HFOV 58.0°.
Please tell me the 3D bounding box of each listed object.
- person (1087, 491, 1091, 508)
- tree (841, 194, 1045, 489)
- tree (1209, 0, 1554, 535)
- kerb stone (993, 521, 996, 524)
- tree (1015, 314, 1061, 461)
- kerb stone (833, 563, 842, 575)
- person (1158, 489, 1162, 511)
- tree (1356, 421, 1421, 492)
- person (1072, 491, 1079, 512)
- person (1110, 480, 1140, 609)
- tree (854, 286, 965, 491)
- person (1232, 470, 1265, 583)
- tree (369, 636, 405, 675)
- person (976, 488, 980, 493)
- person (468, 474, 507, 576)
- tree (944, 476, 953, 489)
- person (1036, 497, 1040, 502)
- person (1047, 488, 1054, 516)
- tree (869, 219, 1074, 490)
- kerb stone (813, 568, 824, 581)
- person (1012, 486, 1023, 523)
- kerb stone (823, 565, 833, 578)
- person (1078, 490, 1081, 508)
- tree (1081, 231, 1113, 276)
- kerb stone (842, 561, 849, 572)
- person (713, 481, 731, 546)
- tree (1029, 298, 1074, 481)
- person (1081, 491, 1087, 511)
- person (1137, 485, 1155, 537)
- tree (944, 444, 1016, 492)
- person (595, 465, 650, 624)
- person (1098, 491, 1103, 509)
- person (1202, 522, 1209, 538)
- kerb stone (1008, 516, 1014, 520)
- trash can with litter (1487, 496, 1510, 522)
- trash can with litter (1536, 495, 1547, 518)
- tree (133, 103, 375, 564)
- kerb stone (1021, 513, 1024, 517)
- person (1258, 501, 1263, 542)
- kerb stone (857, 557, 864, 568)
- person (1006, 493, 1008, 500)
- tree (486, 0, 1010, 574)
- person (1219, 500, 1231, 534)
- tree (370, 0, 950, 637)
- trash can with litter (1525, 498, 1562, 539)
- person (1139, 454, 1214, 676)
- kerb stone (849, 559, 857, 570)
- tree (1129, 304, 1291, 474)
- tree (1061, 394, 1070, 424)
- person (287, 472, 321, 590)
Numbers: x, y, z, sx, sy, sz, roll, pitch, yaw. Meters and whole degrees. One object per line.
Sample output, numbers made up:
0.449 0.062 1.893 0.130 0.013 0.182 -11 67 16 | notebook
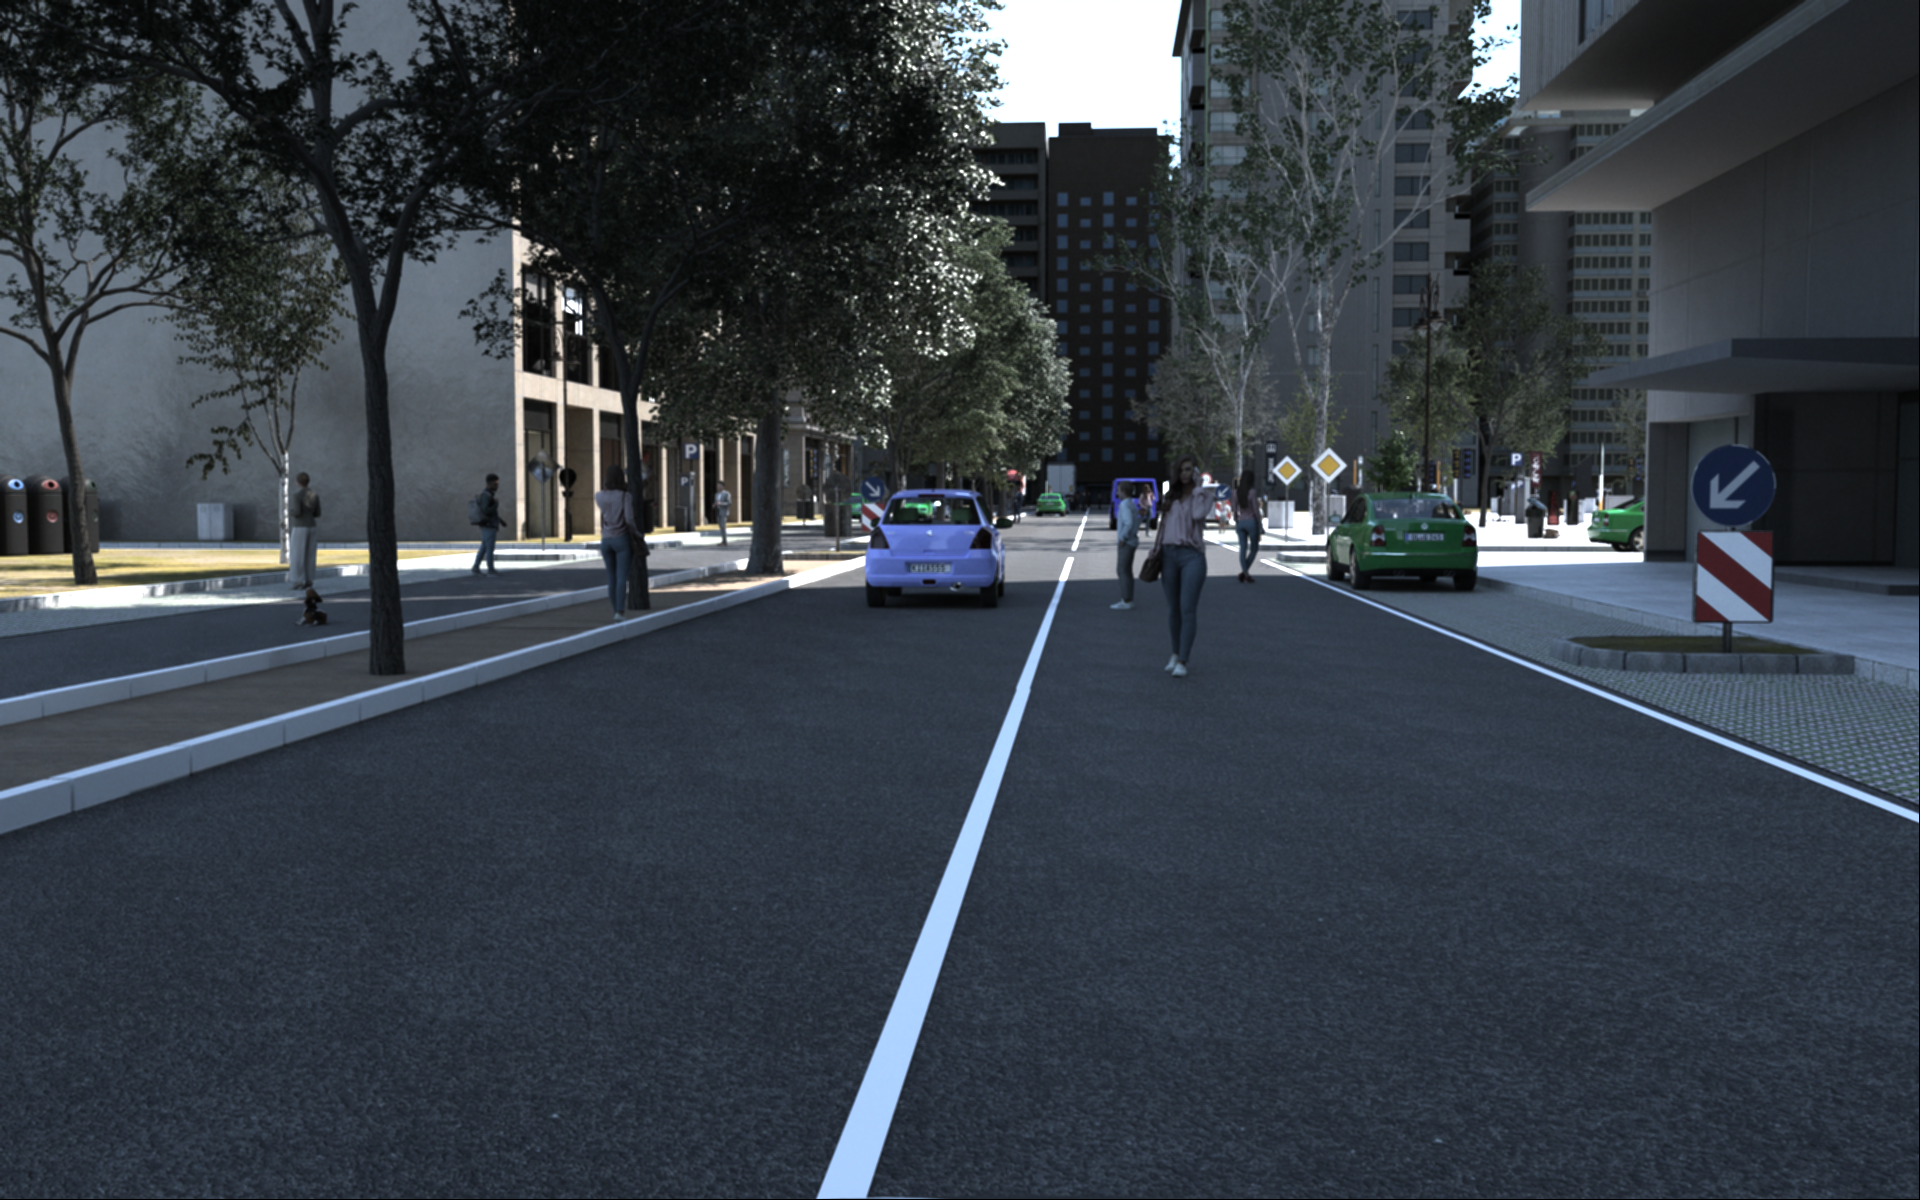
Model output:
13.780 -10.712 184.435 0.445 1.727 0.742 0 4 1 | person
-0.796 -8.729 63.298 7.486 12.596 7.792 0 3 0 | tree
12.012 -12.160 54.703 12.611 20.169 13.585 0 3 0 | tree
1.780 -3.744 83.503 0.120 0.150 1.000 0 4 4 | kerb stone
-1.709 -6.846 48.802 8.767 10.594 7.601 0 4 4 | tree
-2.285 -0.526 30.801 0.120 0.150 1.000 0 4 4 | kerb stone
16.316 -8.171 142.108 0.705 1.823 1.348 -1 4 -11 | person
11.366 -3.143 45.988 1.663 3.219 1.824 0 3 0 | tree
9.081 -7.730 136.359 0.593 1.643 0.415 0 4 -3 | person
2.089 -0.701 21.767 0.330 1.601 0.589 2 4 26 | person
-1.827 -6.273 55.391 4.360 8.622 3.978 0 3 0 | tree
4.673 -1.192 28.007 0.555 1.821 0.388 2 4 31 | person
-4.488 -4.702 13.753 8.767 10.594 7.601 0 4 4 | tree
1.385 -7.529 131.230 0.705 1.869 1.348 -1 4 -15 | person
-8.189 -1.300 30.109 0.721 1.781 0.623 -2 4 -27 | person
-1.322 -11.447 181.764 1.663 3.219 1.824 0 3 0 | tree
6.809 -8.266 146.882 0.697 1.427 0.421 1 4 10 | person
6.025 -6.527 114.987 0.659 1.850 0.755 1 4 20 | person
-0.094 -9.323 71.897 9.611 12.733 9.660 0 3 0 | tree
-2.440 -0.401 28.758 0.120 0.150 1.000 0 4 4 | kerb stone
2.804 -4.650 84.711 0.419 1.800 0.721 -3 4 -37 | person
-2.365 -0.464 29.781 0.120 0.150 1.000 0 4 4 | kerb stone
12.388 -10.535 180.768 0.705 1.821 1.348 1 4 13 | person
12.947 -14.218 88.356 12.611 20.169 13.585 0 3 0 | tree
-2.209 -0.581 31.821 0.120 0.150 1.000 0 4 4 | kerb stone
-6.666 -2.408 48.065 0.606 1.804 0.583 2 4 34 | person
2.632 -12.168 108.053 9.857 13.997 8.962 0 3 0 | tree
10.331 -8.271 144.538 0.445 1.727 0.742 1 4 20 | person
6.196 -3.018 58.441 0.593 1.750 0.643 -3 5 -40 | person
1.412 -8.586 93.195 4.737 8.622 4.395 0 3 0 | tree
-3.727 -0.599 18.882 0.593 1.750 0.643 1 4 17 | person
13.174 -9.356 162.176 0.721 1.736 1.217 1 4 18 | person
6.564 -2.134 48.890 1.012 1.151 0.738 0 4 0 | person
2.968 -4.682 98.852 0.120 0.150 1.000 0 4 4 | kerb stone
24.782 -4.207 79.841 1.678 1.210 2.233 1 4 19 | trash can with litter
31.978 -5.135 95.006 2.233 1.210 1.678 1 4 16 | trash can with litter
-12.647 -4.984 31.853 4.360 8.622 3.978 0 3 0 | tree
3.831 -5.374 110.086 0.120 0.150 1.000 0 4 4 | kerb stone
8.212 -2.121 47.860 0.332 1.250 0.352 2 4 24 | person
-2.051 -0.706 33.870 0.120 0.150 1.000 0 4 4 | kerb stone
3.473 -7.757 136.043 0.721 1.735 1.217 3 4 36 | person
-3.506 -7.442 30.788 9.857 13.997 8.962 0 3 0 | tree
9.490 -2.964 61.979 0.505 1.210 0.382 2 4 26 | person
-3.917 -5.171 21.419 8.767 10.594 7.601 0 4 4 | tree
16.834 -2.357 49.916 0.624 1.170 1.055 -3 5 -41 | trash can with litter
1.769 -0.289 13.821 0.593 1.750 0.643 2 4 32 | person
-2.128 -0.651 32.845 0.120 0.150 1.000 0 4 4 | kerb stone
16.103 -12.366 112.558 12.009 13.543 11.850 0 3 0 | tree
1.368 -9.174 86.863 8.767 10.594 7.601 0 4 4 | tree
-9.823 -1.030 25.889 0.362 1.759 0.519 2 4 29 | person
